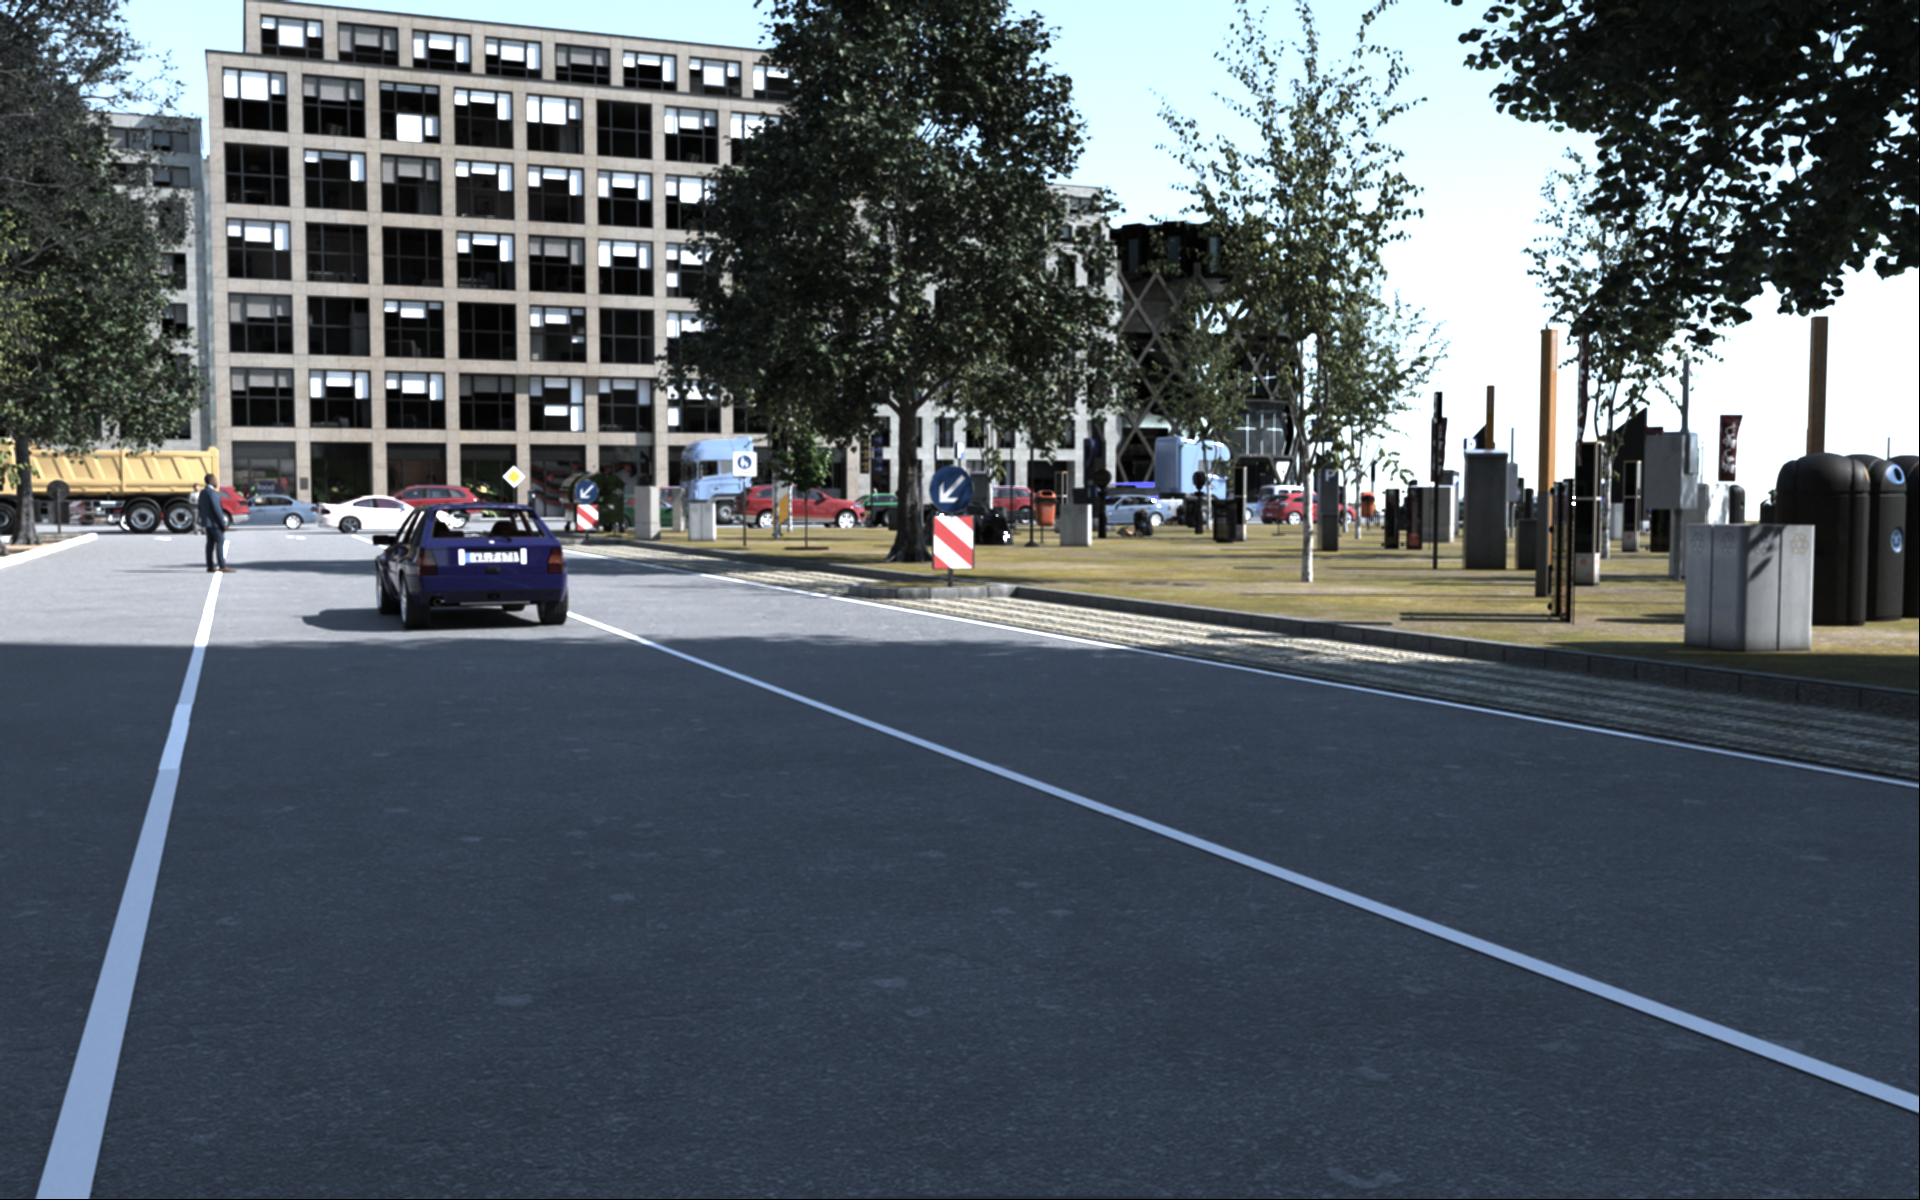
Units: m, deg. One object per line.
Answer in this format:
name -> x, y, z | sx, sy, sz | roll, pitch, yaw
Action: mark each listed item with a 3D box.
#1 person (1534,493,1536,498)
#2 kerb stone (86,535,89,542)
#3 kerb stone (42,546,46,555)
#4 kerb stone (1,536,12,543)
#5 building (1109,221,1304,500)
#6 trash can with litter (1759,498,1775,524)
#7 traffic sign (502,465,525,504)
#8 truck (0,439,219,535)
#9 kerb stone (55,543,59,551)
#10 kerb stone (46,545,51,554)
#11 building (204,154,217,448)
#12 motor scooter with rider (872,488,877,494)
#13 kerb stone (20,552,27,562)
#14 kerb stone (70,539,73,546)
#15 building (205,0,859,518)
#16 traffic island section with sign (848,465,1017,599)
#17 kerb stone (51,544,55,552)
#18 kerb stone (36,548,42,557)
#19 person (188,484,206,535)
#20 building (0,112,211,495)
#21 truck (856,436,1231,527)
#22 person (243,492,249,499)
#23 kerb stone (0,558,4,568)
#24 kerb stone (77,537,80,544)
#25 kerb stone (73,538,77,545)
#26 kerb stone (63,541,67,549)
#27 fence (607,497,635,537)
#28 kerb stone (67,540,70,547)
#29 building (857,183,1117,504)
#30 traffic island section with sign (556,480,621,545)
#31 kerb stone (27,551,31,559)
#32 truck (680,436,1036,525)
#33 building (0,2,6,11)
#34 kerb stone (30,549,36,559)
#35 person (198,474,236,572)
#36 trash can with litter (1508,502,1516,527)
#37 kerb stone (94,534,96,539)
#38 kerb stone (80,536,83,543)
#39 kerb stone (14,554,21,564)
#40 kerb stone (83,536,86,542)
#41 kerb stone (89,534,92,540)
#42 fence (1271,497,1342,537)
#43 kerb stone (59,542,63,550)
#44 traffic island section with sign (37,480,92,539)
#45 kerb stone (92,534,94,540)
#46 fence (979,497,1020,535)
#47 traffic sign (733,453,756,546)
person -> 36.085, -6.155, 109.320 | 0.511, 1.800, 0.466 | 2, 4, 27
kerb stone -> -26.229, -1.810, 51.791 | 0.120, 0.150, 1.000 | -1, 4, -23
kerb stone -> -21.483, -1.112, 40.374 | 0.120, 0.150, 1.000 | -1, 4, -23
kerb stone -> -28.560, -1.817, 51.908 | 0.120, 0.150, 1.000 | -1, 4, -23
building -> 14.180, -15.281, 117.290 | 16.811, 18.784, 16.820 | -1, 4, -23
trash can with litter -> 30.156, -3.155, 62.642 | 1.678, 1.210, 2.233 | 3, 4, 39
traffic sign -> -15.590, -3.482, 60.570 | 0.795, 2.450, 0.064 | -1, 4, -23
truck -> -31.825, -4.034, 61.883 | 9.791, 3.379, 3.469 | -2, 4, -24
kerb stone -> -22.669, -1.286, 43.225 | 0.120, 0.150, 1.000 | -1, 4, -23
kerb stone -> -21.870, -1.170, 41.325 | 0.120, 0.150, 1.000 | -1, 4, -23
building -> -96.726, -38.373, 247.012 | 30.456, 49.044, 23.786 | -1, 4, -23
motor scooter with rider -> -4.886, -5.179, 93.645 | 1.986, 1.779, 0.876 | -1, 4, -21
kerb stone -> -19.887, -0.879, 36.569 | 0.120, 0.150, 1.000 | -1, 4, -23
kerb stone -> -24.259, -1.515, 47.035 | 0.120, 0.150, 1.000 | -1, 4, -23
building -> -25.242, -18.169, 101.572 | 34.151, 26.468, 19.350 | -1, 4, -23
traffic island section with sign -> -0.501, -0.966, 24.426 | 1.989, 1.847, 2.006 | -1, 4, -23
kerb stone -> -22.277, -1.228, 42.277 | 0.120, 0.150, 1.000 | -1, 4, -23
kerb stone -> -21.085, -1.054, 39.422 | 0.120, 0.150, 1.000 | -1, 4, -23
person -> -26.904, -3.212, 61.217 | 0.583, 1.804, 0.606 | 2, 4, 29
building -> -47.528, -14.281, 88.243 | 16.860, 20.320, 10.420 | -1, 4, -23
truck -> 4.385, -5.453, 78.914 | 18.799, 4.110, 2.967 | -1, 4, -23
person -> -33.325, -4.305, 81.252 | 0.453, 1.535, 0.546 | 3, 5, 39
kerb stone -> -19.102, -0.762, 34.656 | 0.120, 0.150, 1.000 | -1, 4, -23
kerb stone -> -25.051, -1.636, 48.946 | 0.120, 0.150, 1.000 | -1, 4, -23
kerb stone -> -24.656, -1.577, 47.986 | 0.120, 0.150, 1.000 | -1, 4, -23
kerb stone -> -23.461, -1.403, 45.135 | 0.120, 0.150, 1.000 | -1, 4, -23
fence -> -10.338, -2.582, 53.418 | 0.480, 1.192, 2.264 | 0, 4, 7
kerb stone -> -23.859, -1.461, 46.084 | 0.120, 0.150, 1.000 | -1, 4, -23
building -> -0.141, -15.478, 107.811 | 16.860, 20.320, 10.420 | -1, 4, -23
traffic island section with sign -> -10.863, -2.489, 49.317 | 1.989, 1.847, 2.006 | -1, 4, -23
kerb stone -> -20.296, -0.933, 37.512 | 0.120, 0.150, 1.000 | -1, 4, -23
truck -> -4.835, -5.754, 83.843 | 18.799, 4.110, 2.967 | -2, 4, -24
building -> -138.293, -56.035, 228.850 | 31.000, 86.520, 22.319 | -1, 4, -23
kerb stone -> -20.693, -0.994, 38.467 | 0.120, 0.150, 1.000 | -1, 4, -23
person -> -13.692, -1.412, 31.769 | 0.721, 1.800, 0.419 | 2, 4, 31
trash can with litter -> 20.561, -3.332, 65.871 | 1.055, 1.170, 0.624 | -2, 4, -24
kerb stone -> -27.429, -1.984, 54.640 | 0.120, 0.150, 1.000 | -1, 4, -23
kerb stone -> -25.453, -1.691, 49.891 | 0.120, 0.150, 1.000 | -1, 4, -23
kerb stone -> -19.494, -0.820, 35.605 | 0.120, 0.150, 1.000 | -1, 4, -23
kerb stone -> -25.847, -1.752, 50.838 | 0.120, 0.150, 1.000 | -1, 4, -23
kerb stone -> -26.628, -1.868, 52.740 | 0.120, 0.150, 1.000 | -1, 4, -23
fence -> 10.575, -2.548, 52.862 | 0.480, 1.192, 2.264 | -3, 5, -42
kerb stone -> -23.071, -1.344, 44.179 | 0.120, 0.150, 1.000 | -1, 4, -23
traffic island section with sign -> -28.892, -2.890, 55.389 | 2.006, 1.907, 1.989 | -1, 4, -23
kerb stone -> -27.036, -1.926, 53.689 | 0.120, 0.150, 1.000 | -1, 4, -23
fence -> 0.827, -2.697, 55.298 | 2.264, 1.192, 0.480 | 2, 4, 29
traffic sign -> -5.285, -2.467, 42.463 | 0.606, 2.300, 0.079 | -1, 4, -18
